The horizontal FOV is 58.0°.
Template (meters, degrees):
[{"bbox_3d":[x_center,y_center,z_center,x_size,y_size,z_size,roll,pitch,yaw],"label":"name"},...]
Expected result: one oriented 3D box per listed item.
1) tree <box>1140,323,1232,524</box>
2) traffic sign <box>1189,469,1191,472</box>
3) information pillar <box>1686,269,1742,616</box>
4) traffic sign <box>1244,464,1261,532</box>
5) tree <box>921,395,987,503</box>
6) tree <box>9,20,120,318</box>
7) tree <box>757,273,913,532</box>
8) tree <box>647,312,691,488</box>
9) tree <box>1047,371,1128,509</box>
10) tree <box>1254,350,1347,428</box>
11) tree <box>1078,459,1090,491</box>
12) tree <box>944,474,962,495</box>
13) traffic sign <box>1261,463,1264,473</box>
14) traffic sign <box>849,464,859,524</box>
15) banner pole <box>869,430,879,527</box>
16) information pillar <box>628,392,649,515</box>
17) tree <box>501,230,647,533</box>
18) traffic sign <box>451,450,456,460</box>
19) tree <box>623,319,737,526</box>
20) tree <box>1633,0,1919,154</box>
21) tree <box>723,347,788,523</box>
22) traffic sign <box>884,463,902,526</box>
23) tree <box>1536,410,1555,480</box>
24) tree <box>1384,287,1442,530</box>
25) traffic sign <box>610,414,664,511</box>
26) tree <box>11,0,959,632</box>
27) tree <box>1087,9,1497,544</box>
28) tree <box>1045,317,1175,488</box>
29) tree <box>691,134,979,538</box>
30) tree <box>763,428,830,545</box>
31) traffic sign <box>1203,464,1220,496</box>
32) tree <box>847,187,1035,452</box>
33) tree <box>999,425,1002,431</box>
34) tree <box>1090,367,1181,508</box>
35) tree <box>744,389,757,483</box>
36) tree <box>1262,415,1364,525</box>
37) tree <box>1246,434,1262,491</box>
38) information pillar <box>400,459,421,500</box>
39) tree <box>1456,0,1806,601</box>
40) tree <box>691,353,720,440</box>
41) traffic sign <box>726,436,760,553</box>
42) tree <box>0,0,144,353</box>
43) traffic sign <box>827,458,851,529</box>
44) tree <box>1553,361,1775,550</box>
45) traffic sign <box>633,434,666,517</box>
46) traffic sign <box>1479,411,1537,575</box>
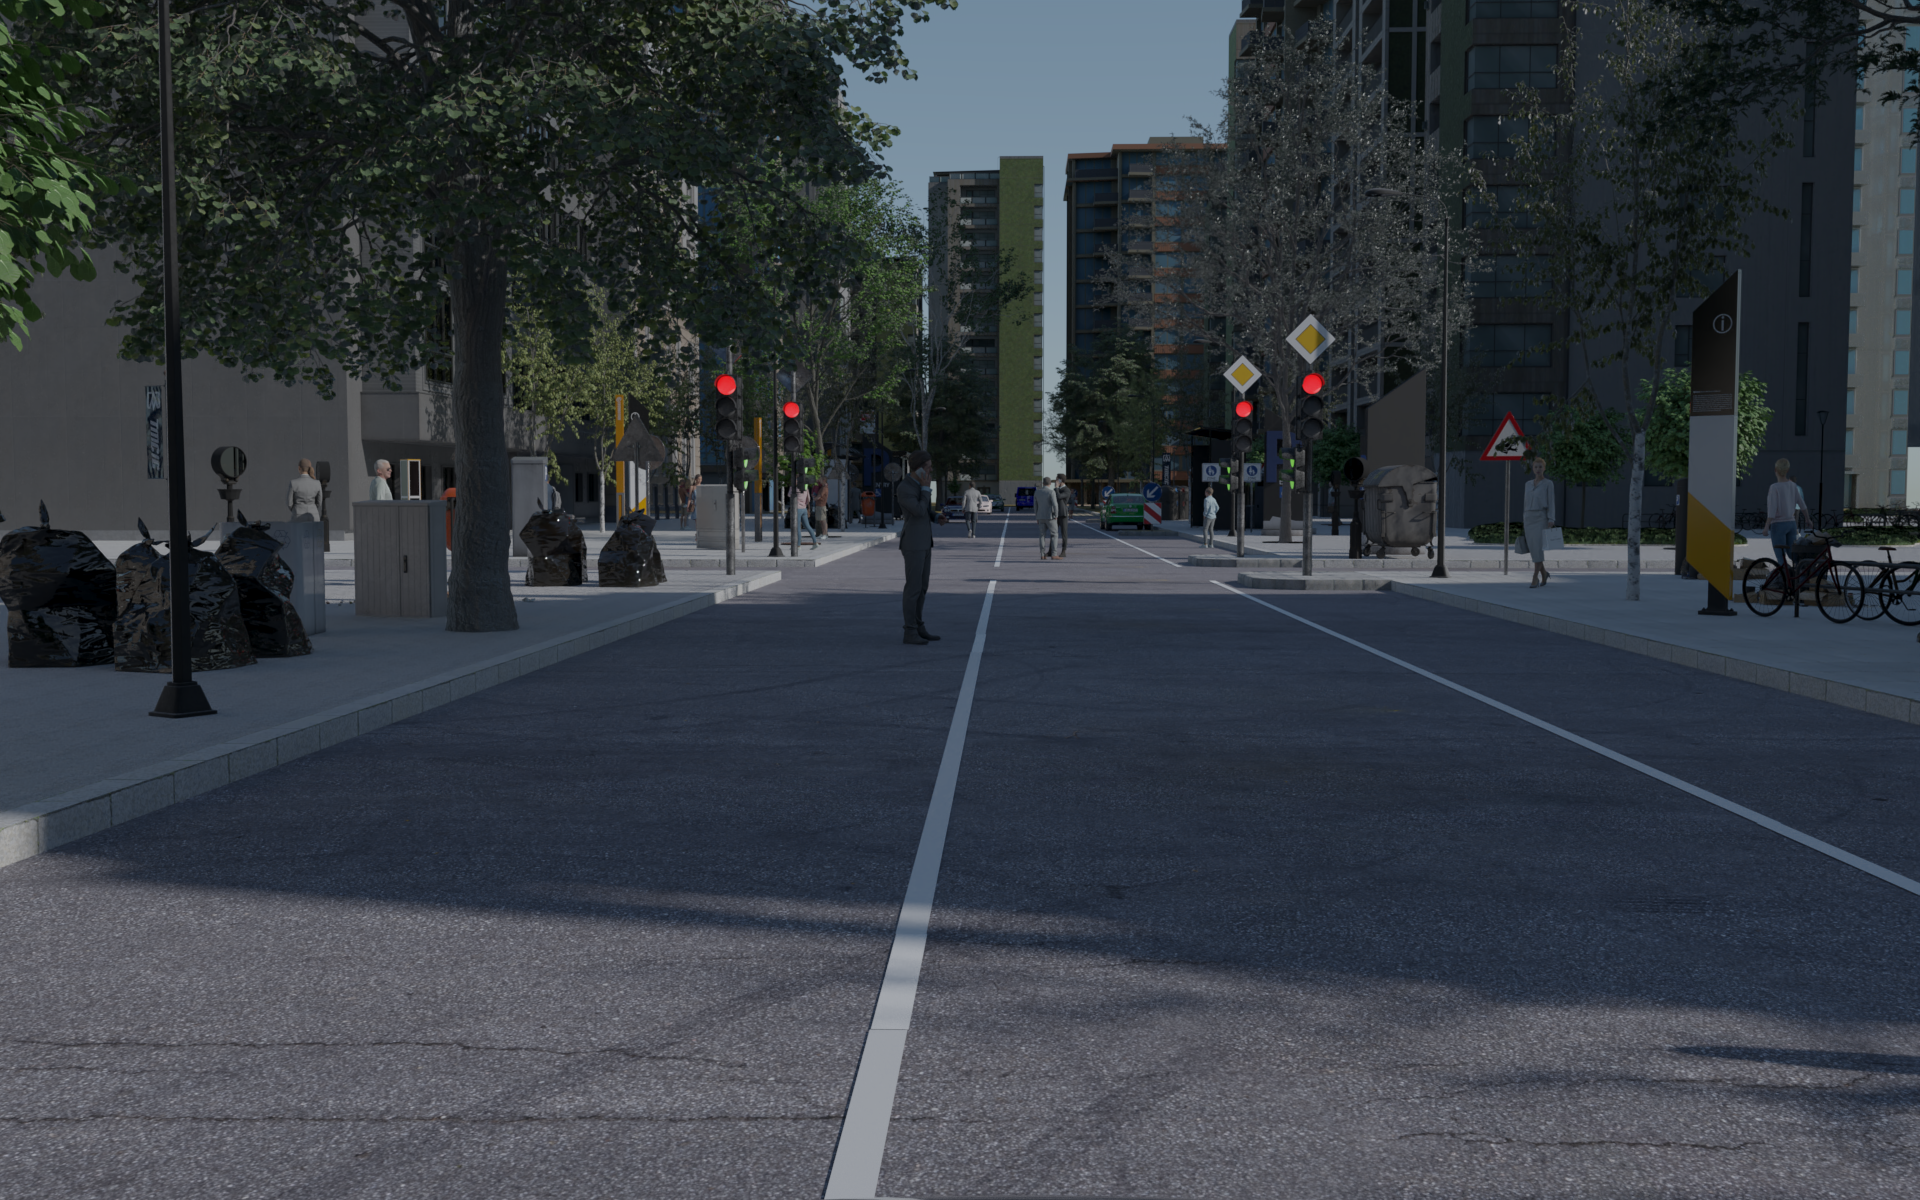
[{"bbox_3d":[9.786,-7.545,73.722,4.360,8.622,3.978,0,3,0],"label":"tree"},{"bbox_3d":[9.224,-4.092,66.634,0.795,2.593,0.064,0,4,5],"label":"traffic sign"},{"bbox_3d":[7.976,-1.649,18.313,0.183,3.616,0.504,-3,5,-43],"label":"information pillar"},{"bbox_3d":[9.714,-3.399,57.703,0.606,2.300,0.079,0,4,2],"label":"traffic sign"},{"bbox_3d":[-1.025,-13.408,153.640,8.767,10.594,7.601,3,5,39],"label":"tree"},{"bbox_3d":[-12.623,-4.374,21.885,4.360,8.622,3.978,0,3,0],"label":"tree"},{"bbox_3d":[-3.868,-6.631,58.784,4.360,8.622,3.978,0,3,0],"label":"tree"},{"bbox_3d":[-11.683,-6.551,57.473,4.737,8.622,4.395,0,3,0],"label":"tree"},{"bbox_3d":[11.066,-13.401,144.859,9.928,11.665,9.643,0,3,0],"label":"tree"},{"bbox_3d":[16.375,-8.132,83.319,4.360,8.622,3.978,0,3,0],"label":"tree"},{"bbox_3d":[12.494,-12.564,155.776,4.737,8.622,4.395,0,3,0],"label":"tree"},{"bbox_3d":[-0.483,-10.389,164.457,1.663,3.219,1.824,0,3,0],"label":"tree"},{"bbox_3d":[11.458,-3.972,64.953,0.884,2.594,0.081,0,4,6],"label":"traffic sign"},{"bbox_3d":[-4.719,-4.541,74.346,0.768,2.556,0.104,0,4,3],"label":"traffic sign"},{"bbox_3d":[-3.344,-4.731,67.364,0.401,3.779,0.863,0,4,-6],"label":"banner pole"},{"bbox_3d":[-7.432,-2.978,40.045,0.504,3.616,0.183,-2,4,-32],"label":"information pillar"},{"bbox_3d":[-11.866,-6.056,49.372,4.737,8.622,4.395,0,3,0],"label":"tree"},{"bbox_3d":[-7.643,-1.676,27.399,0.884,2.594,0.081,1,4,10],"label":"traffic sign"},{"bbox_3d":[-11.344,-7.327,70.159,4.360,8.622,3.978,0,3,0],"label":"tree"},{"bbox_3d":[7.806,-4.715,11.499,7.601,10.594,8.767,-1,4,-13],"label":"tree"},{"bbox_3d":[-9.512,-7.731,76.765,4.737,8.622,4.395,0,3,0],"label":"tree"},{"bbox_3d":[-2.740,-4.309,70.554,0.768,2.556,0.104,0,4,8],"label":"traffic sign"},{"bbox_3d":[20.235,-4.431,56.157,4.285,4.588,4.351,0,3,0],"label":"tree"},{"bbox_3d":[16.905,-6.767,61.011,4.360,8.622,3.978,0,3,0],"label":"tree"},{"bbox_3d":[-5.253,-1.722,28.157,0.884,2.594,0.081,0,4,2],"label":"traffic sign"},{"bbox_3d":[-4.635,-6.685,15.963,9.857,13.997,8.962,0,3,0],"label":"tree"},{"bbox_3d":[8.505,-8.213,44.660,12.009,13.543,11.850,0,3,0],"label":"tree"},{"bbox_3d":[11.047,-13.445,126.479,9.857,13.997,8.962,0,3,0],"label":"tree"},{"bbox_3d":[-4.229,-7.650,50.837,9.928,11.665,9.643,0,3,0],"label":"tree"},{"bbox_3d":[-4.164,-3.002,43.689,1.663,3.219,1.824,0,3,0],"label":"tree"},{"bbox_3d":[8.381,-3.405,57.806,0.606,2.300,0.079,0,4,5],"label":"traffic sign"},{"bbox_3d":[-0.908,-15.236,105.000,12.611,20.169,13.585,0,3,0],"label":"tree"},{"bbox_3d":[-1.675,-13.755,131.554,9.857,13.997,8.962,0,3,0],"label":"tree"},{"bbox_3d":[10.883,-9.394,103.960,4.737,8.622,4.395,0,3,0],"label":"tree"},{"bbox_3d":[-11.452,-8.090,82.638,4.360,8.622,3.978,0,3,0],"label":"tree"},{"bbox_3d":[15.657,-5.388,71.813,4.285,4.588,4.351,0,3,0],"label":"tree"},{"bbox_3d":[15.877,-6.531,90.495,4.285,4.588,4.351,0,3,0],"label":"tree"},{"bbox_3d":[-11.623,-1.968,36.667,0.304,2.012,0.304,3,5,40],"label":"information pillar"},{"bbox_3d":[8.159,-4.315,20.907,4.360,8.622,3.978,0,3,0],"label":"tree"},{"bbox_3d":[-11.913,-7.051,65.638,4.737,8.622,4.395,0,3,0],"label":"tree"},{"bbox_3d":[-4.759,-2.315,37.955,0.768,2.556,0.104,0,4,4],"label":"traffic sign"},{"bbox_3d":[-5.142,-1.418,6.904,4.285,4.588,4.351,0,3,0],"label":"tree"},{"bbox_3d":[-4.390,-3.838,62.758,0.884,2.594,0.081,0,4,5],"label":"traffic sign"},{"bbox_3d":[16.966,-3.436,39.895,4.285,4.588,4.351,0,3,0],"label":"tree"},{"bbox_3d":[-6.661,-2.254,36.955,0.768,2.556,0.104,0,4,6],"label":"traffic sign"},{"bbox_3d":[8.640,-1.672,27.343,0.884,2.594,0.081,0,4,5],"label":"traffic sign"}]
